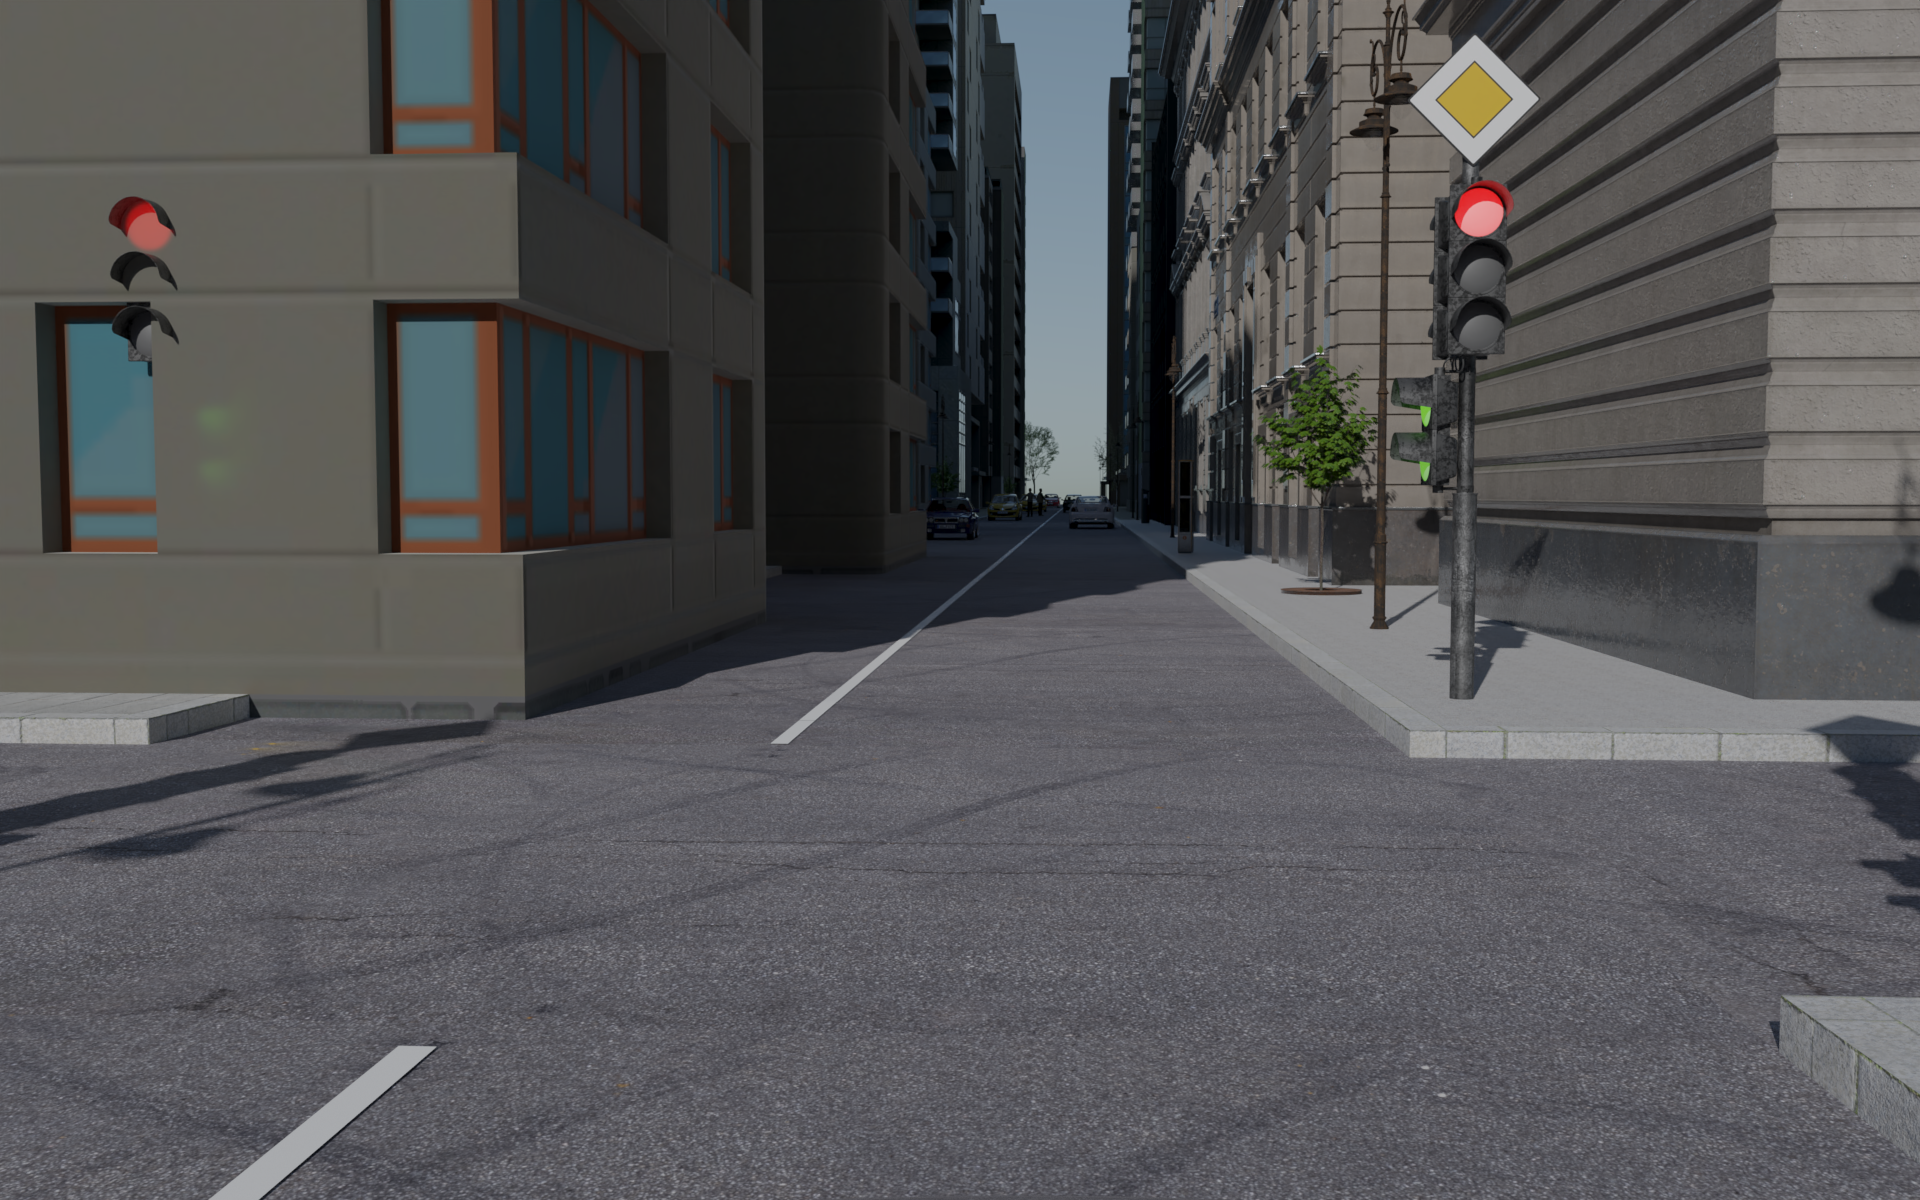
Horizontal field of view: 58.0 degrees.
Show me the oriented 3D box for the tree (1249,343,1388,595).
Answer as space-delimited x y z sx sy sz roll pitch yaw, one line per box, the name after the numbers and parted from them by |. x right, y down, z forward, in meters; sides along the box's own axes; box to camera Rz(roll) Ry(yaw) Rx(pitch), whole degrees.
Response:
4.544 -1.697 22.355 1.663 3.219 1.824 0 3 0 | tree

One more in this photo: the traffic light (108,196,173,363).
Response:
-5.114 -1.369 11.307 0.839 4.253 0.868 0 4 4 | traffic light

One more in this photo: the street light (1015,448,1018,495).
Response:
5.518 -12.170 171.769 0.468 5.910 1.993 0 4 4 | street light

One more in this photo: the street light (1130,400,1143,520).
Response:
8.737 -6.870 85.113 0.468 5.910 1.993 0 4 4 | street light

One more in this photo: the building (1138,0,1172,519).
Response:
16.749 -25.070 93.490 14.154 41.232 14.086 0 4 4 | building

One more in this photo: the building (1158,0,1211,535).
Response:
12.982 -13.617 58.802 11.583 22.565 21.152 0 4 4 | building

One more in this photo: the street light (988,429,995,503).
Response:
2.183 -9.194 123.106 0.468 5.910 1.993 0 4 4 | street light

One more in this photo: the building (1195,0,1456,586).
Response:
11.674 -14.550 35.159 12.463 27.353 25.104 0 4 4 | building

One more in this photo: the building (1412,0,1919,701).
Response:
14.499 -11.336 14.223 19.941 23.489 11.050 0 4 4 | building

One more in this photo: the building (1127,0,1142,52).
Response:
25.276 -32.129 144.919 23.786 49.044 30.456 0 4 4 | building

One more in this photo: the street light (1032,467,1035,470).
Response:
10.258 -16.371 240.445 0.468 5.910 1.993 0 4 4 | street light

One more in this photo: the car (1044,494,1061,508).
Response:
9.357 -10.320 177.766 2.155 1.783 4.494 0 4 6 | car

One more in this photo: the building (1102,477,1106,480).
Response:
28.868 -35.772 204.478 23.786 49.044 30.456 0 4 4 | building

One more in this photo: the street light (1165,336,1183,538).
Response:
6.259 -4.774 50.841 0.468 5.910 1.993 0 4 4 | street light

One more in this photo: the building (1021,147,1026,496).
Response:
0.283 -31.496 198.546 14.154 41.232 14.086 0 4 4 | building

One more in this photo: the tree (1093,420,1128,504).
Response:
15.308 -13.505 171.165 4.360 8.622 3.978 0 3 0 | tree

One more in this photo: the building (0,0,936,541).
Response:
-15.879 -13.462 65.150 27.650 21.520 28.899 0 4 4 | building

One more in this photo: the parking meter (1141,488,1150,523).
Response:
8.122 -4.123 75.826 0.372 1.533 0.369 0 3 0 | parking meter

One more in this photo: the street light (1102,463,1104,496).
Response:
14.938 -12.436 176.111 0.468 5.910 1.993 0 4 4 | street light

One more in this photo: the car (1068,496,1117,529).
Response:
5.559 -3.694 72.764 2.083 1.381 4.827 0 4 6 | car

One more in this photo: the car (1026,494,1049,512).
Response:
6.107 -7.877 139.013 2.015 1.641 3.980 0 4 2 | car

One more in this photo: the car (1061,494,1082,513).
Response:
8.806 -7.588 133.851 2.009 1.686 4.222 0 4 4 | car

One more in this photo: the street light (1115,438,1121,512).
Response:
11.572 -9.432 127.008 0.468 5.910 1.993 0 4 4 | street light

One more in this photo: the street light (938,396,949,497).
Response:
-0.791 -6.581 80.379 0.468 5.910 1.993 0 4 4 | street light

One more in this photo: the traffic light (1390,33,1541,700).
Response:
3.129 -1.335 10.755 0.839 4.253 0.868 0 4 4 | traffic light

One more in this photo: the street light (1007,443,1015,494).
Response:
4.493 -11.305 157.626 0.468 5.910 1.993 0 4 4 | street light

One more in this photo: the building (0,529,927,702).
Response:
-15.554 -11.047 25.654 27.650 21.520 28.899 0 4 4 | building

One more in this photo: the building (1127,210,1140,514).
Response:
25.427 -16.533 115.354 27.650 21.520 28.899 0 4 4 | building

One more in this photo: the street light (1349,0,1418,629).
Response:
3.991 -2.662 16.310 0.468 5.910 1.993 0 4 4 | street light

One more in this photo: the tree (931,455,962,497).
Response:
-0.693 -5.576 85.773 1.663 3.219 1.824 0 3 0 | tree

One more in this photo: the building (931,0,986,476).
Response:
-12.093 -33.175 131.649 28.713 52.752 27.495 0 4 4 | building

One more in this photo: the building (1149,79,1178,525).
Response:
15.032 -15.154 77.452 12.332 23.373 15.834 0 4 4 | building

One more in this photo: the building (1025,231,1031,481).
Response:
-2.951 -36.817 221.573 23.786 49.044 30.456 0 4 4 | building

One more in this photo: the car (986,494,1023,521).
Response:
2.445 -5.114 93.844 2.015 1.641 3.980 0 4 5 | car

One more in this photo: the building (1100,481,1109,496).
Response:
35.006 -33.008 231.563 32.217 40.220 23.993 0 4 4 | building

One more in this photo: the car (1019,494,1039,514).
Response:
5.174 -7.253 128.804 2.015 1.641 3.980 0 4 3 | car

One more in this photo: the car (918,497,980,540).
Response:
-0.327 -2.615 55.336 1.945 1.354 3.894 0 4 3 | car

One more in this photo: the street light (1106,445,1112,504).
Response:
14.031 -11.539 161.444 0.468 5.910 1.993 0 4 4 | street light

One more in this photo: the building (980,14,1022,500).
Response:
-4.605 -34.055 180.505 21.300 48.544 21.600 0 4 4 | building

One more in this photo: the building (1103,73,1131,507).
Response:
22.548 -32.574 182.687 14.600 45.320 14.200 0 4 4 | building

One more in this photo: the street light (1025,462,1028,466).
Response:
7.852 -14.268 206.073 0.468 5.910 1.993 0 4 4 | street light

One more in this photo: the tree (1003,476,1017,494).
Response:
4.611 -10.230 161.859 1.663 3.219 1.824 0 3 0 | tree

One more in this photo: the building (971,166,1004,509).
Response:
-3.469 -23.303 152.711 14.160 30.474 14.107 0 4 4 | building

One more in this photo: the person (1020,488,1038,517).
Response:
4.383 -6.137 108.856 1.348 1.823 0.705 2 4 34 | person

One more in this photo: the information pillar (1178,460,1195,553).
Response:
4.901 -2.022 37.546 0.304 2.012 0.304 1 4 17 | information pillar

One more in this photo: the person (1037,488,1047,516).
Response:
5.317 -6.427 113.674 0.705 1.812 1.348 -2 4 -25 | person

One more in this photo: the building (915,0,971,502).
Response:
-10.165 -48.213 100.950 22.319 86.520 31.000 0 4 4 | building

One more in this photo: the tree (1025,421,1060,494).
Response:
10.447 -19.586 245.986 9.928 11.665 9.643 0 3 0 | tree
